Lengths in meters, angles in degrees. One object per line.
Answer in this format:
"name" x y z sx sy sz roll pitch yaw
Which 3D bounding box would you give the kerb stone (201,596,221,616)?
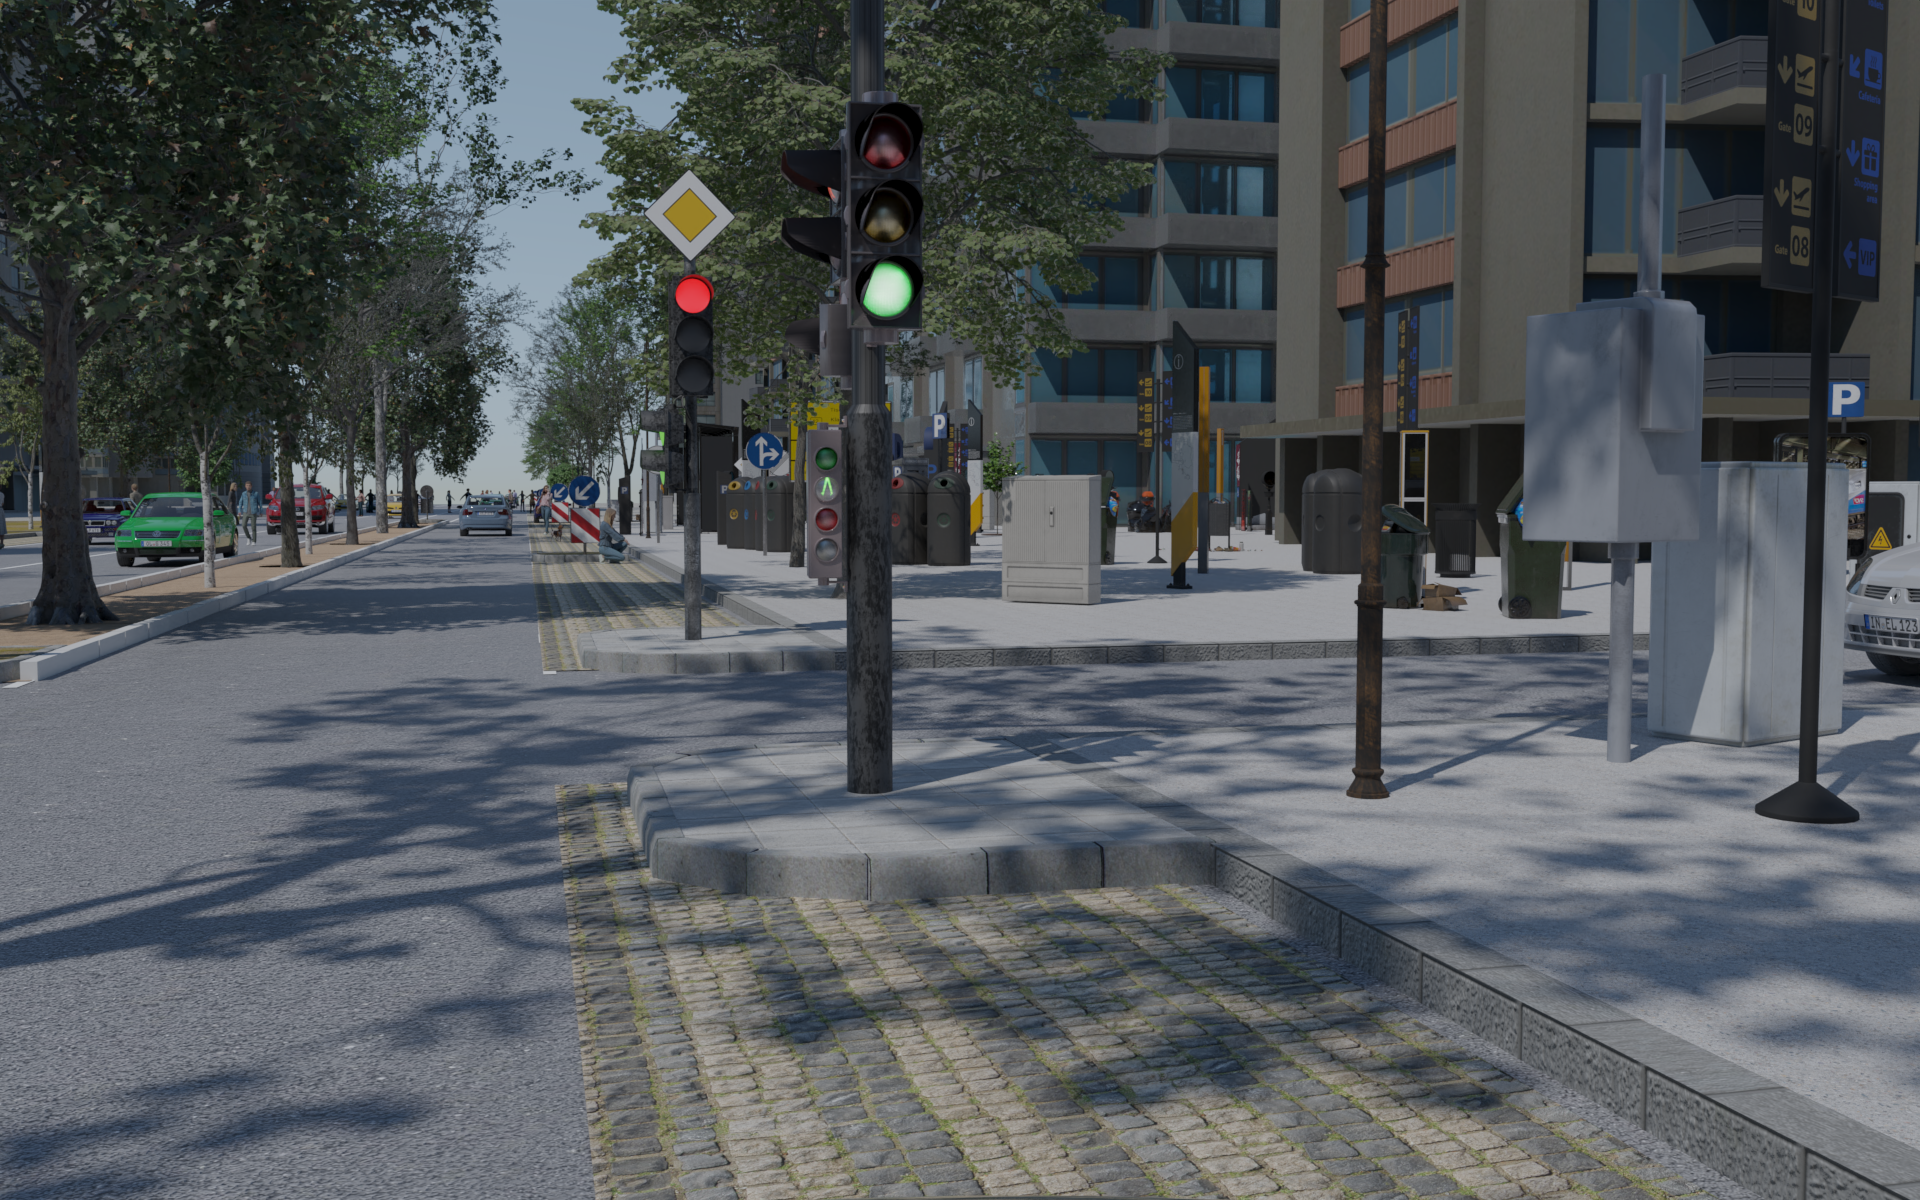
"kerb stone" -8.999 0.093 20.676 0.120 0.150 1.000 -1 4 -14

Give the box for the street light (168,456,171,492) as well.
"street light" -38.902 -6.873 85.158 0.468 5.910 1.993 -1 4 -14

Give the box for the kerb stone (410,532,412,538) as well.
"kerb stone" -17.730 -2.034 55.458 0.120 0.150 1.000 -1 4 -14

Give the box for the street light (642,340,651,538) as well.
"street light" -9.030 -4.723 50.006 0.468 5.910 1.993 -1 4 -14

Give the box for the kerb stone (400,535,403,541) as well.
"kerb stone" -16.736 -1.792 51.488 0.120 0.150 1.000 -1 4 -14

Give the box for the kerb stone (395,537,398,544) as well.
"kerb stone" -16.235 -1.670 49.505 0.120 0.150 1.000 -1 4 -14

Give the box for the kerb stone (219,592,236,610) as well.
"kerb stone" -9.242 0.032 21.669 0.120 0.150 1.000 -1 4 -14

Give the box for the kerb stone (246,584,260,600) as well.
"kerb stone" -9.733 -0.089 23.653 0.120 0.150 1.000 -1 4 -14

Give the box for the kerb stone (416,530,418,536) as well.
"kerb stone" -18.484 -2.216 58.444 0.120 0.150 1.000 -1 4 -14

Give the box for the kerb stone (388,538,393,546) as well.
"kerb stone" -15.734 -1.549 47.518 0.120 0.150 1.000 -1 4 -14

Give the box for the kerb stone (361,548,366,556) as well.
"kerb stone" -13.747 -1.061 39.572 0.120 0.150 1.000 -1 4 -14

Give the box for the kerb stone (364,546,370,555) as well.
"kerb stone" -13.994 -1.121 40.564 0.120 0.150 1.000 -1 4 -14

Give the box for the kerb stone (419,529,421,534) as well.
"kerb stone" -18.982 -2.338 60.429 0.120 0.150 1.000 -1 4 -14

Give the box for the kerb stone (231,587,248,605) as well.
"kerb stone" -9.495 -0.028 22.659 0.120 0.150 1.000 -1 4 -14

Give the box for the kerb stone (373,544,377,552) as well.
"kerb stone" -14.492 -1.246 42.561 0.120 0.150 1.000 -1 4 -14

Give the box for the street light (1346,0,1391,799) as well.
"street light" 1.733 -2.104 7.182 0.468 5.910 1.993 -1 4 -14

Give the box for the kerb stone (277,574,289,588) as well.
"kerb stone" -10.490 -0.270 26.650 0.120 0.150 1.000 -1 4 -14

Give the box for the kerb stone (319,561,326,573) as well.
"kerb stone" -11.735 -0.576 31.615 0.120 0.150 1.000 -1 4 -14

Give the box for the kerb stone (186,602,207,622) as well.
"kerb stone" -8.738 0.163 19.681 0.120 0.150 1.000 -1 4 -14

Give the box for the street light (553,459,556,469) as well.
"street light" -47.967 -14.196 204.894 0.468 5.910 1.993 -1 4 -14

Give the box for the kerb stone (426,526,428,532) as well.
"kerb stone" -19.989 -2.580 64.423 0.120 0.150 1.000 -1 4 -14

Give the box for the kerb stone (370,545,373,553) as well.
"kerb stone" -14.246 -1.183 41.565 0.120 0.150 1.000 -1 4 -14

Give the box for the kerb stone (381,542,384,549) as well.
"kerb stone" -14.984 -1.362 44.545 0.120 0.150 1.000 -1 4 -14

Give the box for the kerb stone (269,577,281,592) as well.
"kerb stone" -10.233 -0.210 25.651 0.120 0.150 1.000 -1 4 -14

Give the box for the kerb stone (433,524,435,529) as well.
"kerb stone" -21.235 -2.887 69.398 0.120 0.150 1.000 -1 4 -14

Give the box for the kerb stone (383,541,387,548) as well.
"kerb stone" -15.242 -1.419 45.534 0.120 0.150 1.000 -1 4 -14

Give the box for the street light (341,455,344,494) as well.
"street light" -59.115 -11.806 165.817 0.468 5.910 1.993 -1 4 -14

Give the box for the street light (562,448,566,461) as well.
"street light" -37.171 -11.601 162.470 0.468 5.910 1.993 -1 4 -14

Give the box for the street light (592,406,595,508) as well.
"street light" -18.565 -7.035 87.807 0.468 5.910 1.993 -1 4 -14

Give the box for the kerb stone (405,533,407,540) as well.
"kerb stone" -17.240 -1.911 53.474 0.120 0.150 1.000 -1 4 -14

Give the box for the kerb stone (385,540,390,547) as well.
"kerb stone" -15.495 -1.482 46.524 0.120 0.150 1.000 -1 4 -14

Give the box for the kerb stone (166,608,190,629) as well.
"kerb stone" -8.495 0.217 18.688 0.120 0.150 1.000 -1 4 -14

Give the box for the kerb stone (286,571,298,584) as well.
"kerb stone" -10.742 -0.333 27.645 0.120 0.150 1.000 -1 4 -14

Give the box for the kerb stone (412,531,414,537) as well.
"kerb stone" -17.985 -2.094 56.451 0.120 0.150 1.000 -1 4 -14

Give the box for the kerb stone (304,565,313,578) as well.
"kerb stone" -11.239 -0.451 29.629 0.120 0.150 1.000 -1 4 -14

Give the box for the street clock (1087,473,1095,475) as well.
"street clock" 4.596 -3.445 60.902 0.358 2.002 0.471 1 4 16

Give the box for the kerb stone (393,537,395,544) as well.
"kerb stone" -15.992 -1.610 48.512 0.120 0.150 1.000 -1 4 -14

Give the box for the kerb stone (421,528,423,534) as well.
"kerb stone" -19.237 -2.400 61.442 0.120 0.150 1.000 -1 4 -14

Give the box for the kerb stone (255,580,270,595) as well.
"kerb stone" -9.995 -0.151 24.657 0.120 0.150 1.000 -1 4 -14

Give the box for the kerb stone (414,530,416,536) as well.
"kerb stone" -18.233 -2.156 57.443 0.120 0.150 1.000 -1 4 -14

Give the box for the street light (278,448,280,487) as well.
"street light" -48.343 -9.186 122.981 0.468 5.910 1.993 -1 4 -14

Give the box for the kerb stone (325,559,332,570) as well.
"kerb stone" -11.985 -0.637 32.610 0.120 0.150 1.000 -1 4 -14

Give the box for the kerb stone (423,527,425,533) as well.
"kerb stone" -19.483 -2.461 62.439 0.120 0.150 1.000 -1 4 -14

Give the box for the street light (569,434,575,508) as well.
"street light" -27.859 -9.286 124.614 0.468 5.910 1.993 -1 4 -14

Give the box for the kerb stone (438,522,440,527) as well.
"kerb stone" -22.239 -3.130 73.377 0.120 0.150 1.000 -1 4 -14

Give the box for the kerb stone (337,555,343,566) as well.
"kerb stone" -12.487 -0.758 34.595 0.120 0.150 1.000 -1 4 -14

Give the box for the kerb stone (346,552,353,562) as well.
"kerb stone" -12.986 -0.880 36.585 0.120 0.150 1.000 -1 4 -14

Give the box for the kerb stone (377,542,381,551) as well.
"kerb stone" -14.739 -1.306 43.553 0.120 0.150 1.000 -1 4 -14

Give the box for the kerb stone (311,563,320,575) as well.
"kerb stone" -11.485 -0.515 30.621 0.120 0.150 1.000 -1 4 -14

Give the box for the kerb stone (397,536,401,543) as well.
"kerb stone" -16.481 -1.727 50.497 0.120 0.150 1.000 -1 4 -14

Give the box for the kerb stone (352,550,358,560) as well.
"kerb stone" -13.238 -0.940 37.576 0.120 0.150 1.000 -1 4 -14

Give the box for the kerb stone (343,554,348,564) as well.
"kerb stone" -12.743 -0.819 35.589 0.120 0.150 1.000 -1 4 -14

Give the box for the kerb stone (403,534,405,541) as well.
"kerb stone" -16.986 -1.852 52.479 0.120 0.150 1.000 -1 4 -14

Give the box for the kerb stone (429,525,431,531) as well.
"kerb stone" -20.486 -2.705 66.421 0.120 0.150 1.000 -1 4 -14

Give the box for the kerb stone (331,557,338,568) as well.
"kerb stone" -12.236 -0.698 33.604 0.120 0.150 1.000 -1 4 -14

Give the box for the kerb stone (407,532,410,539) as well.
"kerb stone" -17.484 -1.974 54.466 0.120 0.150 1.000 -1 4 -14

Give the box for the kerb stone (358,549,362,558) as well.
"kerb stone" -13.496 -0.999 38.576 0.120 0.150 1.000 -1 4 -14

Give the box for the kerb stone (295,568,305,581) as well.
"kerb stone" -10.994 -0.394 28.637 0.120 0.150 1.000 -1 4 -14
